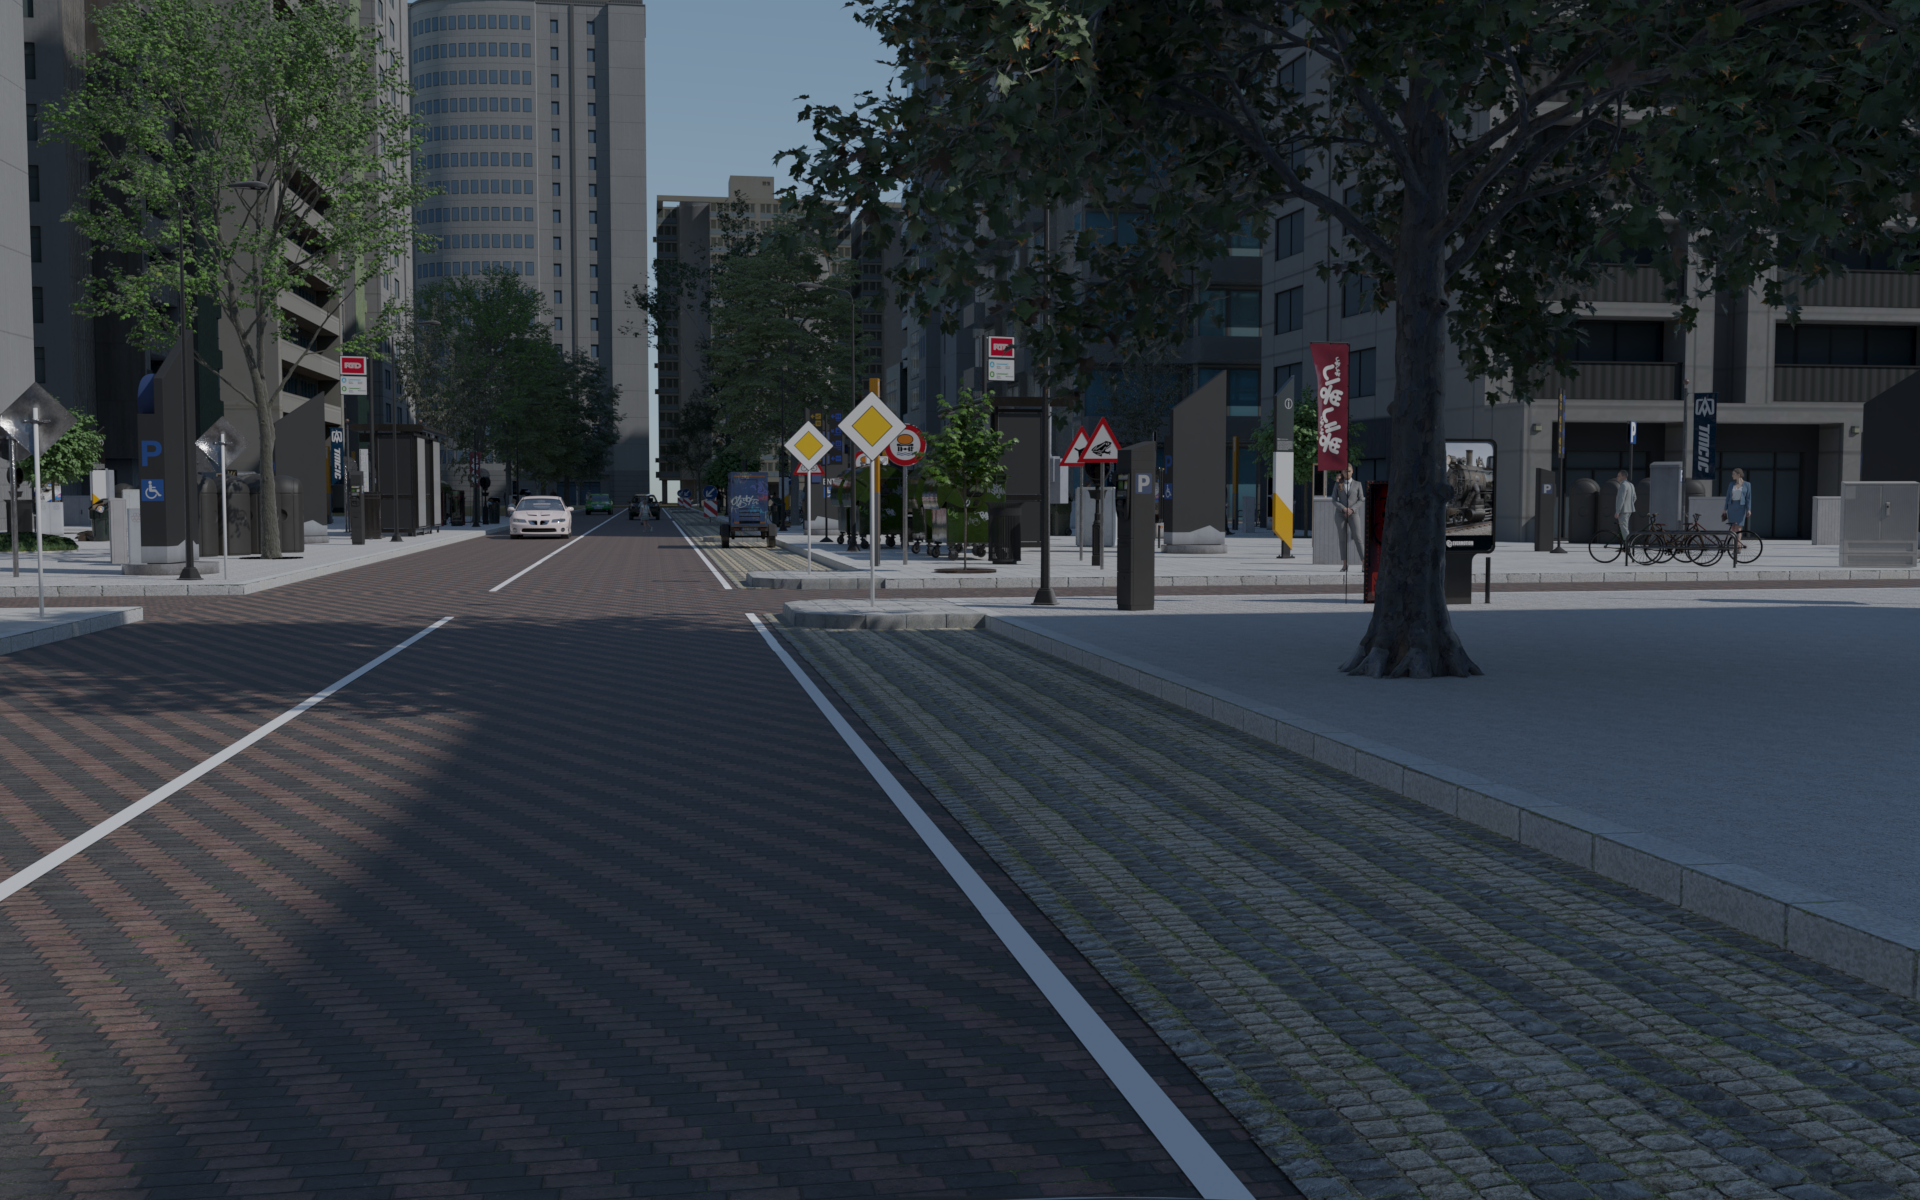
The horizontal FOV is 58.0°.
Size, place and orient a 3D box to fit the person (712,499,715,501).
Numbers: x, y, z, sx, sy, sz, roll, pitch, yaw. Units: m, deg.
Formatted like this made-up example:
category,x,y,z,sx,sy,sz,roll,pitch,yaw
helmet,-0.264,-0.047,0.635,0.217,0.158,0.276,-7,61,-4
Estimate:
category,x,y,z,sx,sy,sz,roll,pitch,yaw
person,-24.450,-10.060,171.069,0.434,1.755,0.990,2,4,25

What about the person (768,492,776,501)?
category,x,y,z,sx,sy,sz,roll,pitch,yaw
person,-13.000,-6.859,121.453,1.065,1.426,0.557,-3,4,-37

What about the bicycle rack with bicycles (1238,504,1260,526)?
category,x,y,z,sx,sy,sz,roll,pitch,yaw
bicycle rack with bicycles,12.785,-3.579,71.904,2.852,0.926,2.925,-1,4,-15

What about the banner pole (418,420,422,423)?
category,x,y,z,sx,sy,sz,roll,pitch,yaw
banner pole,-17.920,-4.177,58.316,0.863,3.779,0.401,0,4,7

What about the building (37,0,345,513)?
category,x,y,z,sx,sy,sz,roll,pitch,yaw
building,-50.867,-29.464,105.446,21.300,48.544,21.600,-1,4,-10

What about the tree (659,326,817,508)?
category,x,y,z,sx,sy,sz,roll,pitch,yaw
tree,-11.049,-9.530,90.233,8.767,10.594,7.601,1,4,21

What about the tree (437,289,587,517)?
category,x,y,z,sx,sy,sz,roll,pitch,yaw
tree,-25.541,-10.895,96.260,7.486,12.596,7.792,0,3,0

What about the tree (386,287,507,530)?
category,x,y,z,sx,sy,sz,roll,pitch,yaw
tree,-18.575,-6.814,61.778,4.360,8.622,3.978,0,3,0

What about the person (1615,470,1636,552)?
category,x,y,z,sx,sy,sz,roll,pitch,yaw
person,14.706,-1.968,38.326,0.391,1.810,0.635,2,4,31

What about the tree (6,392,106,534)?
category,x,y,z,sx,sy,sz,roll,pitch,yaw
tree,-29.328,-4.406,55.744,4.285,4.588,4.351,0,3,0

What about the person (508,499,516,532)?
category,x,y,z,sx,sy,sz,roll,pitch,yaw
person,-17.082,-3.234,66.065,0.332,1.250,0.352,1,4,10

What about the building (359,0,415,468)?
category,x,y,z,sx,sy,sz,roll,pitch,yaw
building,-58.080,-43.260,145.552,20.611,71.187,20.563,-1,4,-10

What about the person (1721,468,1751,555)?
category,x,y,z,sx,sy,sz,roll,pitch,yaw
person,16.524,-1.876,36.744,0.654,1.822,0.581,-2,4,-34

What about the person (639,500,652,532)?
category,x,y,z,sx,sy,sz,roll,pitch,yaw
person,-11.878,-3.172,65.377,0.382,1.210,0.505,3,5,39

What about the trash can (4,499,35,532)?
category,x,y,z,sx,sy,sz,roll,pitch,yaw
trash can,-24.770,-2.077,45.619,0.748,1.137,0.748,0,3,0

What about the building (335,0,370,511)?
category,x,y,z,sx,sy,sz,roll,pitch,yaw
building,-51.086,-26.951,124.242,14.154,41.232,14.086,-1,4,-10

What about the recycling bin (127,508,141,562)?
category,x,y,z,sx,sy,sz,roll,pitch,yaw
recycling bin,-14.483,-1.138,31.160,0.722,1.027,0.722,0,4,-6

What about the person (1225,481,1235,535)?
category,x,y,z,sx,sy,sz,roll,pitch,yaw
person,8.146,-2.881,53.553,0.834,1.777,0.661,0,4,-5

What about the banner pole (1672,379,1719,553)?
category,x,y,z,sx,sy,sz,roll,pitch,yaw
banner pole,15.992,-2.913,37.651,0.863,3.779,0.401,2,4,25

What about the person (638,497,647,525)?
category,x,y,z,sx,sy,sz,roll,pitch,yaw
person,-14.669,-4.122,80.167,0.425,1.301,0.394,0,4,-7

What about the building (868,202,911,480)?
category,x,y,z,sx,sy,sz,roll,pitch,yaw
building,-1.594,-32.217,218.635,23.993,40.220,32.217,-1,4,-10

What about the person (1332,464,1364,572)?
category,x,y,z,sx,sy,sz,roll,pitch,yaw
person,6.410,-1.355,28.478,0.520,1.790,0.573,0,4,-4

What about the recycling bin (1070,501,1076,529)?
category,x,y,z,sx,sy,sz,roll,pitch,yaw
recycling bin,4.465,-3.184,64.606,0.722,1.027,0.722,-3,4,-37

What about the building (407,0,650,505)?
category,x,y,z,sx,sy,sz,roll,pitch,yaw
building,-51.006,-40.475,203.770,28.212,58.520,21.231,-1,4,-10

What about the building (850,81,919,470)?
category,x,y,z,sx,sy,sz,roll,pitch,yaw
building,3.212,-51.220,150.121,22.319,86.520,31.000,-1,4,-10

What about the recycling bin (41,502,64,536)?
category,x,y,z,sx,sy,sz,roll,pitch,yaw
recycling bin,-28.081,-2.502,53.461,0.722,1.027,0.722,-2,4,-26

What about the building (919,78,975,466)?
category,x,y,z,sx,sy,sz,roll,pitch,yaw
building,7.648,-35.439,121.420,21.231,58.520,28.212,-1,4,-10

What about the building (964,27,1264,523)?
category,x,y,z,sx,sy,sz,roll,pitch,yaw
building,12.518,-28.789,90.312,23.786,49.044,30.456,-1,4,-10

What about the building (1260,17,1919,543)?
category,x,y,z,sx,sy,sz,roll,pitch,yaw
building,23.198,-37.747,55.423,20.611,71.187,20.563,-1,4,-10

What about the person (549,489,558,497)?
category,x,y,z,sx,sy,sz,roll,pitch,yaw
person,-35.357,-8.807,150.596,0.990,1.755,0.434,1,4,18

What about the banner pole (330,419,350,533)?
category,x,y,z,sx,sy,sz,roll,pitch,yaw
banner pole,-20.557,-4.135,57.620,0.401,3.779,0.863,3,4,38

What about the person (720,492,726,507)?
category,x,y,z,sx,sy,sz,roll,pitch,yaw
person,-22.917,-9.824,166.688,1.348,1.821,0.705,0,4,2

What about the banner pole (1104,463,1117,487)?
category,x,y,z,sx,sy,sz,roll,pitch,yaw
banner pole,6.121,-4.977,71.397,0.863,3.779,0.401,-2,4,-26

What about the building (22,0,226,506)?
category,x,y,z,sx,sy,sz,roll,pitch,yaw
building,-42.761,-18.772,78.627,14.160,30.474,14.107,-1,4,-10

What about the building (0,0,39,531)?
category,x,y,z,sx,sy,sz,roll,pitch,yaw
building,-42.034,-30.881,46.901,21.231,58.520,28.212,-1,4,-10

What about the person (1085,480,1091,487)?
category,x,y,z,sx,sy,sz,roll,pitch,yaw
person,4.477,-3.233,59.480,0.524,1.755,0.480,-3,4,-37

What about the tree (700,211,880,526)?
category,x,y,z,sx,sy,sz,roll,pitch,yaw
tree,-6.898,-9.278,69.820,7.486,12.596,7.792,0,3,0

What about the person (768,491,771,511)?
category,x,y,z,sx,sy,sz,roll,pitch,yaw
person,-14.570,-7.622,130.538,0.709,1.838,0.599,-2,4,-26

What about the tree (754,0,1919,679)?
category,x,y,z,sx,sy,sz,roll,pitch,yaw
tree,3.369,-5.816,12.093,9.611,12.733,9.660,0,3,0

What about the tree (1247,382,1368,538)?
category,x,y,z,sx,sy,sz,roll,pitch,yaw
tree,10.149,-4.113,50.968,4.285,4.588,4.351,0,3,0

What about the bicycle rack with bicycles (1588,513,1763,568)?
category,x,y,z,sx,sy,sz,roll,pitch,yaw
bicycle rack with bicycles,12.935,-1.102,31.405,2.925,0.926,2.852,2,4,26

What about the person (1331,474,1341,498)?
category,x,y,z,sx,sy,sz,roll,pitch,yaw
person,9.517,-2.251,43.197,0.444,1.785,0.601,-3,5,-40

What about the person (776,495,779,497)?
category,x,y,z,sx,sy,sz,roll,pitch,yaw
person,-9.463,-4.857,90.121,0.373,1.253,0.362,0,4,-5

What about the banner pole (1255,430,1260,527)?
category,x,y,z,sx,sy,sz,roll,pitch,yaw
banner pole,11.784,-4.739,67.495,0.863,3.779,0.401,2,4,34

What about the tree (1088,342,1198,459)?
category,x,y,z,sx,sy,sz,roll,pitch,yaw
tree,7.295,-7.219,68.394,4.360,8.622,3.978,0,3,0

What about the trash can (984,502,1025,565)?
category,x,y,z,sx,sy,sz,roll,pitch,yaw
trash can,0.816,-1.224,31.663,0.748,1.137,0.748,0,3,0

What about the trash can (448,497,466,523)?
category,x,y,z,sx,sy,sz,roll,pitch,yaw
trash can,-20.973,-3.709,72.301,0.748,1.137,0.748,0,3,0

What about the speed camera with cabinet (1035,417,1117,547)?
category,x,y,z,sx,sy,sz,roll,pitch,yaw
speed camera with cabinet,2.889,-2.939,42.392,2.038,3.252,0.660,2,4,24

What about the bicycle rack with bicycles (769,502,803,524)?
category,x,y,z,sx,sy,sz,roll,pitch,yaw
bicycle rack with bicycles,-6.558,-3.751,74.718,2.925,0.926,2.852,0,4,8

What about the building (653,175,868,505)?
category,x,y,z,sx,sy,sz,roll,pitch,yaw
building,-25.660,-31.948,214.224,23.993,40.220,32.217,-1,4,-10

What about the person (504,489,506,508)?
category,x,y,z,sx,sy,sz,roll,pitch,yaw
person,-40.794,-9.096,155.687,0.541,1.710,0.530,-3,5,-43

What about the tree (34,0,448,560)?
category,x,y,z,sx,sy,sz,roll,pitch,yaw
tree,-13.736,-6.612,33.862,9.928,11.665,9.643,0,3,0

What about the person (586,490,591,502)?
category,x,y,z,sx,sy,sz,roll,pitch,yaw
person,-29.559,-7.882,138.033,0.551,1.740,0.621,0,4,-6

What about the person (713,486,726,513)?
category,x,y,z,sx,sy,sz,roll,pitch,yaw
person,-16.372,-6.820,117.569,1.348,1.822,0.705,3,5,43
